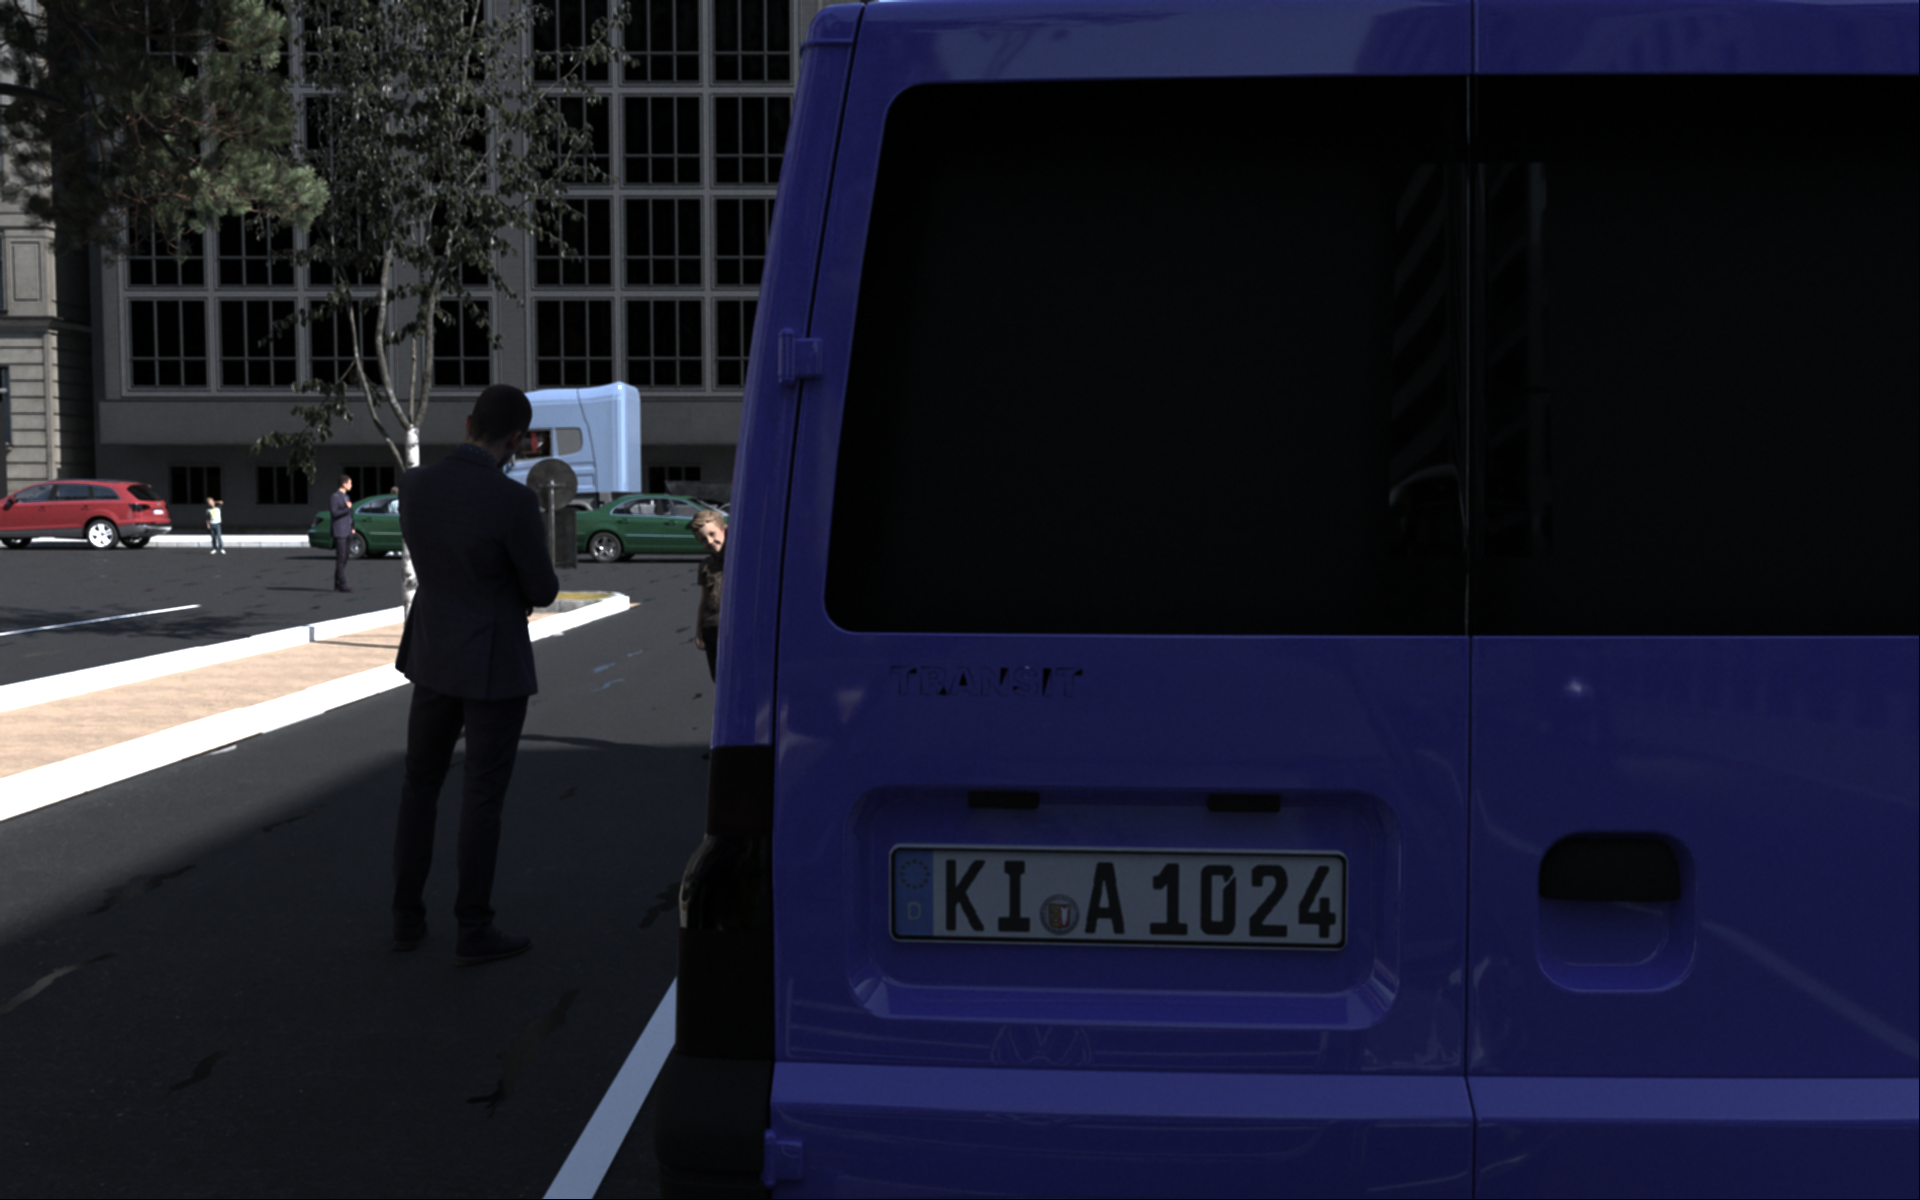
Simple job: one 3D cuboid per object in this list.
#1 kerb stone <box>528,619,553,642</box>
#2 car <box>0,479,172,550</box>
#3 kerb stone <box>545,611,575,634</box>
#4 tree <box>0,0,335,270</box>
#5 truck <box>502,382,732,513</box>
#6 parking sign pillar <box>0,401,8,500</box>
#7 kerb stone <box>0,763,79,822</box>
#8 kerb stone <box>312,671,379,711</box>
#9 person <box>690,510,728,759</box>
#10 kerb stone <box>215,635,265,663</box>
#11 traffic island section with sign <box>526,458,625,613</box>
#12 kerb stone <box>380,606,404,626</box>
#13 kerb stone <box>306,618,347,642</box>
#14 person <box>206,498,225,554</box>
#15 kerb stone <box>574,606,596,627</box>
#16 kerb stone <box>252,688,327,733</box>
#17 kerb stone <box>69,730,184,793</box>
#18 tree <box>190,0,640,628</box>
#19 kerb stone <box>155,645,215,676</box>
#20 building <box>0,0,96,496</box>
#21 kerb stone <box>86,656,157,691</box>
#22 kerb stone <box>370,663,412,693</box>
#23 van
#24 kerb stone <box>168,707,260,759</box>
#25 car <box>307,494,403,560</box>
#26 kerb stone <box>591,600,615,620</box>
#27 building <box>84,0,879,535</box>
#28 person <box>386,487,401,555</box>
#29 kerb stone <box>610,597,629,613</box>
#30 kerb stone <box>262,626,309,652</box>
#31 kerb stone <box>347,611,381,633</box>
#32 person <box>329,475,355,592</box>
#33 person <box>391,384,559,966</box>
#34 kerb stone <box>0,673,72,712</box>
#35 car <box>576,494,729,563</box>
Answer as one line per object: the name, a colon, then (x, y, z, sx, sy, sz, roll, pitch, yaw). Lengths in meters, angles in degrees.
kerb stone: (-4.213, 0.319, 17.037, 0.120, 0.150, 1.000, 0, 4, 0)
car: (-23.478, -2.236, 45.238, 5.304, 1.827, 2.281, 0, 4, 0)
kerb stone: (-4.214, 0.253, 18.067, 0.120, 0.150, 1.000, 0, 4, 0)
tree: (-5.826, -6.029, 8.458, 7.806, 13.903, 7.818, 0, 3, 0)
truck: (-2.308, -3.225, 42.489, 18.799, 4.110, 2.967, 0, 4, -1)
parking sign pillar: (-28.115, -3.744, 49.678, 1.447, 3.967, 1.447, 3, 4, 38)
kerb stone: (-4.250, 0.882, 7.777, 0.120, 0.150, 1.000, 0, 4, 0)
kerb stone: (-4.238, 0.631, 11.886, 0.120, 0.150, 1.000, 0, 4, 0)
person: (-1.254, 0.188, 9.339, 0.435, 1.345, 0.340, 1, 4, 16)
kerb stone: (-6.325, 0.445, 15.040, 0.120, 0.150, 1.000, 0, 4, 0)
traffic island section with sign: (-5.246, -0.826, 21.649, 2.006, 1.907, 1.989, 0, 4, 0)
kerb stone: (-6.305, 0.190, 19.158, 0.120, 0.150, 1.000, 0, 4, 0)
kerb stone: (-6.322, 0.313, 17.099, 0.120, 0.150, 1.000, 0, 4, 0)
person: (-17.876, -1.785, 41.595, 0.435, 1.345, 0.340, -1, 4, -15)
kerb stone: (-4.209, 0.198, 19.095, 0.120, 0.150, 1.000, 0, 4, 0)
kerb stone: (-4.232, 0.700, 10.861, 0.120, 0.150, 1.000, 0, 4, 0)
kerb stone: (-4.244, 0.819, 8.803, 0.120, 0.150, 1.000, 0, 4, 0)
tree: (-5.065, -3.861, 15.939, 4.360, 8.622, 3.978, 0, 3, 0)
kerb stone: (-6.331, 0.500, 14.015, 0.120, 0.150, 1.000, 0, 4, 0)
building: (-41.976, -13.851, 59.749, 30.059, 22.955, 16.112, 0, 4, 0)
kerb stone: (-6.329, 0.564, 12.980, 0.120, 0.150, 1.000, 0, 4, 0)
kerb stone: (-4.229, 0.568, 12.922, 0.120, 0.150, 1.000, 0, 4, 0)
van: (0.673, -0.011, 4.556, 2.240, 2.365, 5.245, 0, 4, 2)
kerb stone: (-4.252, 0.756, 9.828, 0.120, 0.150, 1.000, 0, 4, 0)
car: (-11.928, -1.638, 38.582, 4.920, 1.459, 2.131, 0, 4, 0)
kerb stone: (-4.205, 0.132, 20.120, 0.120, 0.150, 1.000, 0, 4, 0)
building: (-14.943, -16.207, 58.488, 24.014, 27.812, 14.314, 0, 4, 0)
person: (-13.333, -1.871, 40.907, 0.330, 1.601, 0.589, 3, 4, 36)
kerb stone: (-4.201, 0.064, 21.156, 0.120, 0.150, 1.000, 0, 4, 0)
kerb stone: (-6.318, 0.374, 16.074, 0.120, 0.150, 1.000, 0, 4, 0)
kerb stone: (-6.316, 0.252, 18.133, 0.120, 0.150, 1.000, 0, 4, 0)
person: (-9.065, -0.980, 25.436, 0.530, 1.710, 0.541, 1, 4, 17)
person: (-1.515, 0.213, 5.461, 0.683, 1.767, 0.568, 1, 4, 18)
kerb stone: (-6.332, 0.627, 11.950, 0.120, 0.150, 1.000, 0, 4, 0)
car: (-6.003, -1.530, 36.809, 4.920, 1.459, 2.131, 0, 4, 1)
